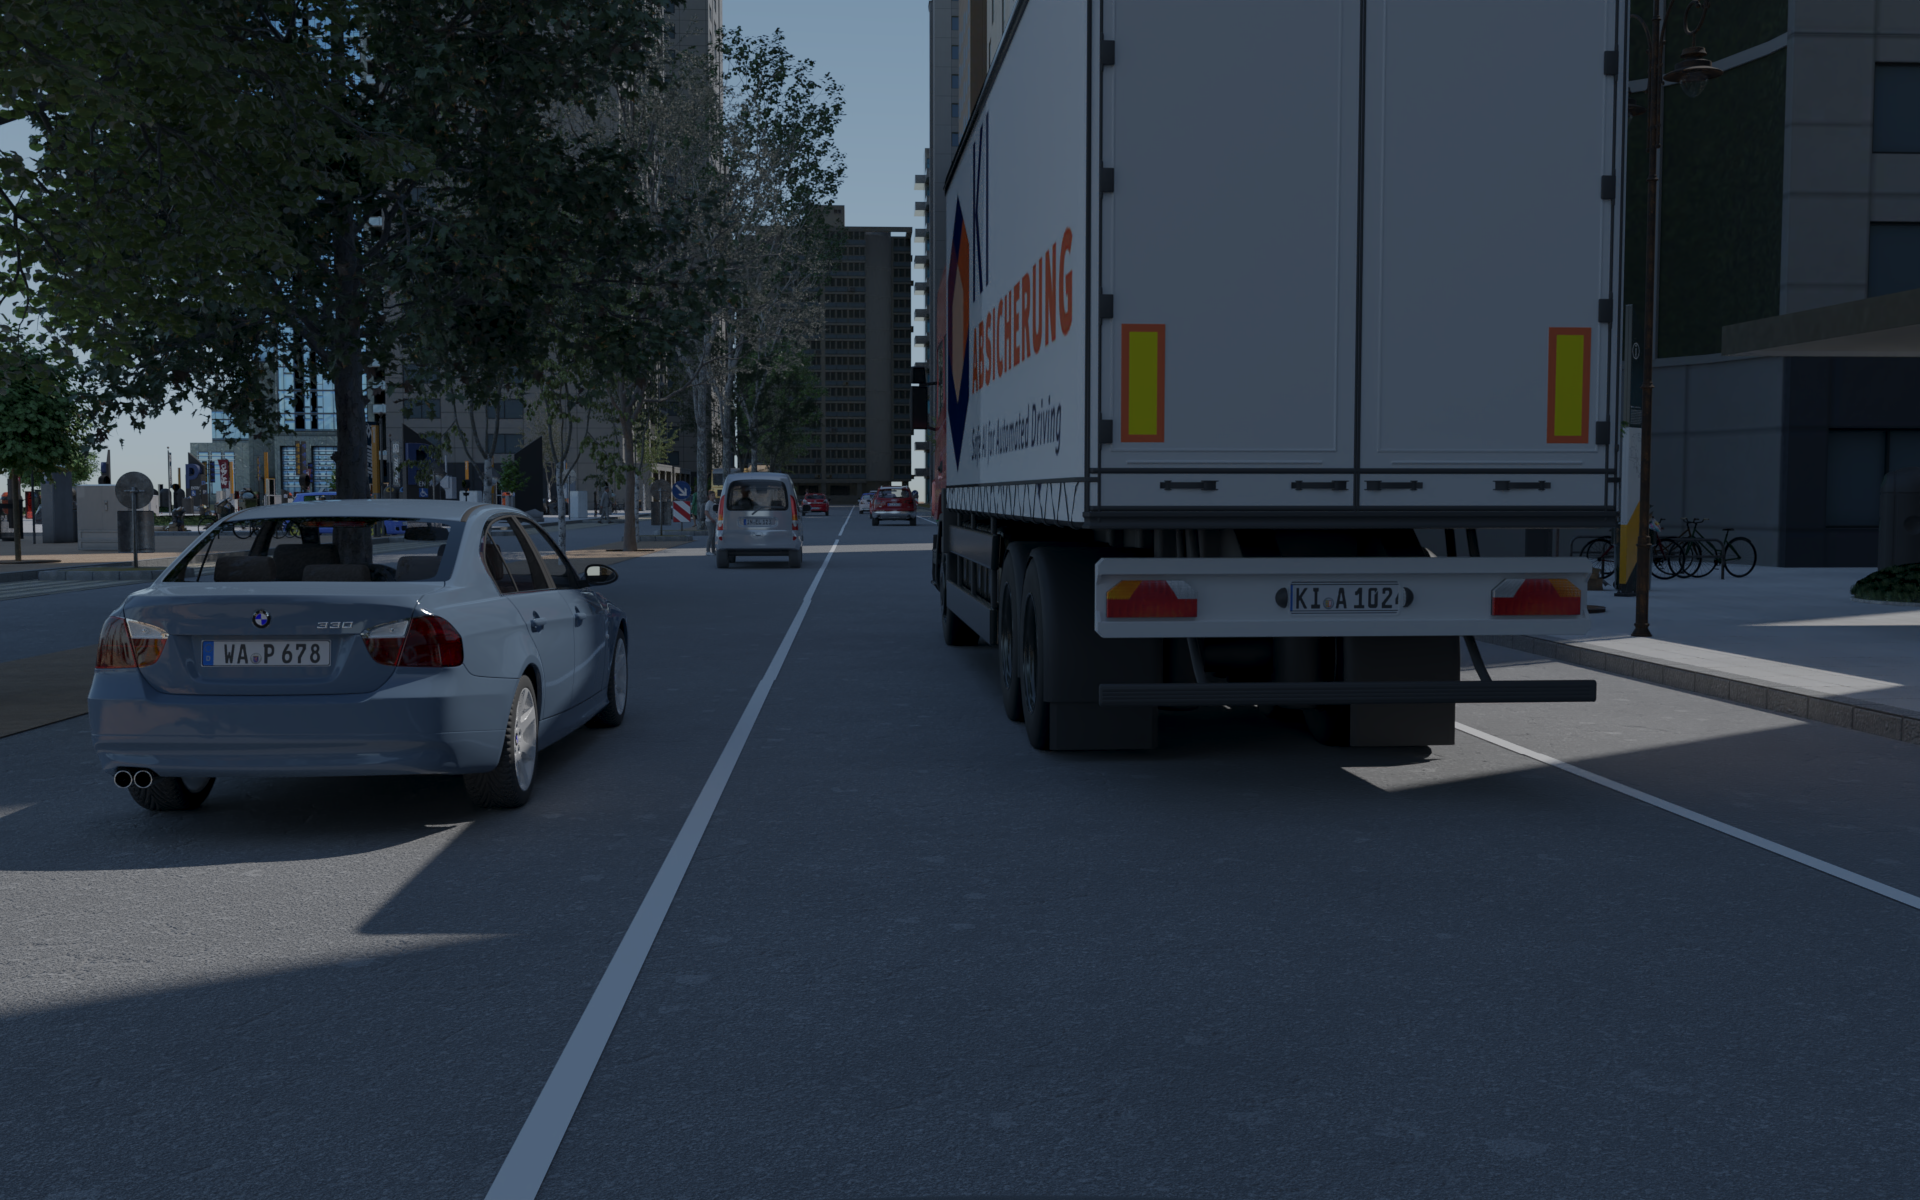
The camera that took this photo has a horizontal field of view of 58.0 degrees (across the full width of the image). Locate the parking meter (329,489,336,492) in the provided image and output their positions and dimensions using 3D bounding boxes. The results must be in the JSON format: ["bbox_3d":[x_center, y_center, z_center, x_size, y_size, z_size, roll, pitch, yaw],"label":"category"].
[{"bbox_3d":[-30.538,-4.646,84.371,0.372,1.533,0.369,0,3,0],"label":"parking meter"}]

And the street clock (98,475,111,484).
[{"bbox_3d":[-33.293,-3.844,67.426,0.358,2.002,0.471,1,4,9],"label":"street clock"}]

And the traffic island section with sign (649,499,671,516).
[{"bbox_3d":[-19.023,-6.333,112.175,1.989,1.847,2.006,0,4,-3],"label":"traffic island section with sign"}]

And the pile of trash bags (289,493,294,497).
[{"bbox_3d":[-46.991,-6.787,120.715,1.912,1.369,3.447,-2,4,-31],"label":"pile of trash bags"}]

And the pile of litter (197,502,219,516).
[{"bbox_3d":[-31.688,-3.611,73.004,1.719,0.858,1.176,2,4,33],"label":"pile of litter"}]

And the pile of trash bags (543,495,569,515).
[{"bbox_3d":[-24.578,-5.875,105.814,1.912,1.369,3.447,1,4,21],"label":"pile of trash bags"}]

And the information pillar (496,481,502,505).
[{"bbox_3d":[-24.725,-5.410,92.948,0.304,2.012,0.304,-1,4,-13],"label":"information pillar"}]

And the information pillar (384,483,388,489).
[{"bbox_3d":[-38.095,-6.755,114.941,0.304,2.012,0.304,-1,4,-9],"label":"information pillar"}]

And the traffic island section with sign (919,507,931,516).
[{"bbox_3d":[-1.497,-6.430,113.762,1.989,1.847,2.006,0,4,-3],"label":"traffic island section with sign"}]

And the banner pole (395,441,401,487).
[{"bbox_3d":[-23.429,-4.996,71.703,0.863,3.779,0.401,3,4,36],"label":"banner pole"}]

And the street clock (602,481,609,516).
[{"bbox_3d":[-20.359,-5.786,99.166,0.358,2.002,0.471,2,4,32],"label":"street clock"}]

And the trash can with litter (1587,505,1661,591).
[{"bbox_3d":[8.697,-0.709,22.987,1.055,1.170,0.624,1,4,10],"label":"trash can with litter"}]

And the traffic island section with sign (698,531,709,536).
[{"bbox_3d":[-9.627,-3.192,60.320,2.006,1.907,1.989,0,4,-3],"label":"traffic island section with sign"}]

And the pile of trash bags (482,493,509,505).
[{"bbox_3d":[-27.651,-5.613,101.520,1.912,1.369,3.447,2,4,30],"label":"pile of trash bags"}]

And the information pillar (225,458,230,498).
[{"bbox_3d":[-47.593,-7.427,112.794,0.504,3.616,0.183,1,4,14],"label":"information pillar"}]

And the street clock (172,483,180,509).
[{"bbox_3d":[-53.432,-6.939,118.016,0.471,2.002,0.358,-3,5,-45],"label":"street clock"}]

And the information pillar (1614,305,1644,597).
[{"bbox_3d":[8.429,-1.855,21.685,0.183,3.616,0.504,3,5,45],"label":"information pillar"}]

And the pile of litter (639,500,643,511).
[{"bbox_3d":[-24.371,-7.111,130.226,1.176,0.858,1.719,-1,4,-13],"label":"pile of litter"}]

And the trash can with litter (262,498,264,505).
[{"bbox_3d":[-51.877,-7.195,129.018,1.055,1.170,0.624,1,4,10],"label":"trash can with litter"}]

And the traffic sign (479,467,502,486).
[{"bbox_3d":[-16.318,-3.460,60.218,0.795,2.450,0.064,0,4,-3],"label":"traffic sign"}]

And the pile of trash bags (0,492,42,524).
[{"bbox_3d":[-38.736,-3.894,73.415,3.447,1.369,1.912,-3,5,-40],"label":"pile of trash bags"}]

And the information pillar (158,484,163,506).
[{"bbox_3d":[-58.146,-7.433,126.020,0.304,2.012,0.304,-3,5,-43],"label":"information pillar"}]

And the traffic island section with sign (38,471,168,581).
[{"bbox_3d":[-14.241,-1.275,29.478,1.989,1.847,2.006,0,4,-3],"label":"traffic island section with sign"}]

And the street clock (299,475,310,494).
[{"bbox_3d":[-24.310,-3.653,64.290,0.358,2.002,0.471,0,4,6],"label":"street clock"}]

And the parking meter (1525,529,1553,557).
[{"bbox_3d":[8.886,-1.273,26.523,0.399,1.863,0.255,2,4,35],"label":"parking meter"}]

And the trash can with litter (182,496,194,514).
[{"bbox_3d":[-37.180,-4.481,84.315,2.233,1.210,1.678,-1,4,-17],"label":"trash can with litter"}]

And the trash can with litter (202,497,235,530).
[{"bbox_3d":[-25.474,-2.941,59.478,1.055,1.170,0.624,0,4,1],"label":"trash can with litter"}]

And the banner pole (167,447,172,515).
[{"bbox_3d":[-41.669,-6.199,91.377,0.401,3.779,0.863,-1,4,-10],"label":"banner pole"}]

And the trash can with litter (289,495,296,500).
[{"bbox_3d":[-38.654,-5.415,99.593,2.233,1.210,1.678,0,4,-4],"label":"trash can with litter"}]

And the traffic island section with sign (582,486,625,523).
[{"bbox_3d":[-17.455,-4.686,85.245,1.989,1.847,2.006,0,4,-3],"label":"traffic island section with sign"}]

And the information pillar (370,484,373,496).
[{"bbox_3d":[-43.004,-7.481,126.803,0.304,2.012,0.304,0,4,-6],"label":"information pillar"}]

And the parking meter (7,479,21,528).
[{"bbox_3d":[-35.335,-3.609,64.725,0.255,1.863,0.399,2,4,31],"label":"parking meter"}]

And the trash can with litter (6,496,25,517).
[{"bbox_3d":[-52.095,-5.164,95.497,1.678,1.210,2.233,0,4,-7],"label":"trash can with litter"}]

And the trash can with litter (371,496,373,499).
[{"bbox_3d":[-40.608,-6.555,118.557,0.624,1.170,1.055,2,4,28],"label":"trash can with litter"}]

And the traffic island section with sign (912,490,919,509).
[{"bbox_3d":[-4.371,-9.467,163.405,1.989,1.847,2.006,0,4,-3],"label":"traffic island section with sign"}]

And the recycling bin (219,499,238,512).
[{"bbox_3d":[-34.846,-4.278,82.502,0.722,1.027,0.722,-1,4,-12],"label":"recycling bin"}]

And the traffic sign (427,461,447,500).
[{"bbox_3d":[-15.858,-2.973,52.247,0.795,2.450,0.064,0,4,-3],"label":"traffic sign"}]

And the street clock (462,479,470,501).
[{"bbox_3d":[-24.269,-4.927,85.130,0.358,2.002,0.471,-3,5,-44],"label":"street clock"}]

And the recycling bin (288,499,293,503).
[{"bbox_3d":[-37.517,-5.108,96.066,0.722,1.027,0.722,2,4,31],"label":"recycling bin"}]

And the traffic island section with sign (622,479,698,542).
[{"bbox_3d":[-9.210,-2.739,52.925,2.006,1.907,1.989,0,4,-3],"label":"traffic island section with sign"}]

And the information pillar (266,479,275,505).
[{"bbox_3d":[-32.920,-4.784,82.718,0.304,2.012,0.304,-3,5,-44],"label":"information pillar"}]

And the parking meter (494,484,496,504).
[{"bbox_3d":[-26.178,-5.624,97.657,0.255,1.863,0.399,3,5,39],"label":"parking meter"}]

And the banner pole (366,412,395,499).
[{"bbox_3d":[-17.753,-3.824,52.534,0.863,3.779,0.401,-3,5,-42],"label":"banner pole"}]

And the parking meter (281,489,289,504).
[{"bbox_3d":[-33.640,-4.768,86.372,0.372,1.533,0.369,0,3,0],"label":"parking meter"}]

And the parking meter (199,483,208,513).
[{"bbox_3d":[-41.635,-5.483,95.358,0.399,1.863,0.255,-3,5,-42],"label":"parking meter"}]

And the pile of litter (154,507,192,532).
[{"bbox_3d":[-27.079,-2.785,59.492,1.176,0.858,1.719,-2,4,-32],"label":"pile of litter"}]
